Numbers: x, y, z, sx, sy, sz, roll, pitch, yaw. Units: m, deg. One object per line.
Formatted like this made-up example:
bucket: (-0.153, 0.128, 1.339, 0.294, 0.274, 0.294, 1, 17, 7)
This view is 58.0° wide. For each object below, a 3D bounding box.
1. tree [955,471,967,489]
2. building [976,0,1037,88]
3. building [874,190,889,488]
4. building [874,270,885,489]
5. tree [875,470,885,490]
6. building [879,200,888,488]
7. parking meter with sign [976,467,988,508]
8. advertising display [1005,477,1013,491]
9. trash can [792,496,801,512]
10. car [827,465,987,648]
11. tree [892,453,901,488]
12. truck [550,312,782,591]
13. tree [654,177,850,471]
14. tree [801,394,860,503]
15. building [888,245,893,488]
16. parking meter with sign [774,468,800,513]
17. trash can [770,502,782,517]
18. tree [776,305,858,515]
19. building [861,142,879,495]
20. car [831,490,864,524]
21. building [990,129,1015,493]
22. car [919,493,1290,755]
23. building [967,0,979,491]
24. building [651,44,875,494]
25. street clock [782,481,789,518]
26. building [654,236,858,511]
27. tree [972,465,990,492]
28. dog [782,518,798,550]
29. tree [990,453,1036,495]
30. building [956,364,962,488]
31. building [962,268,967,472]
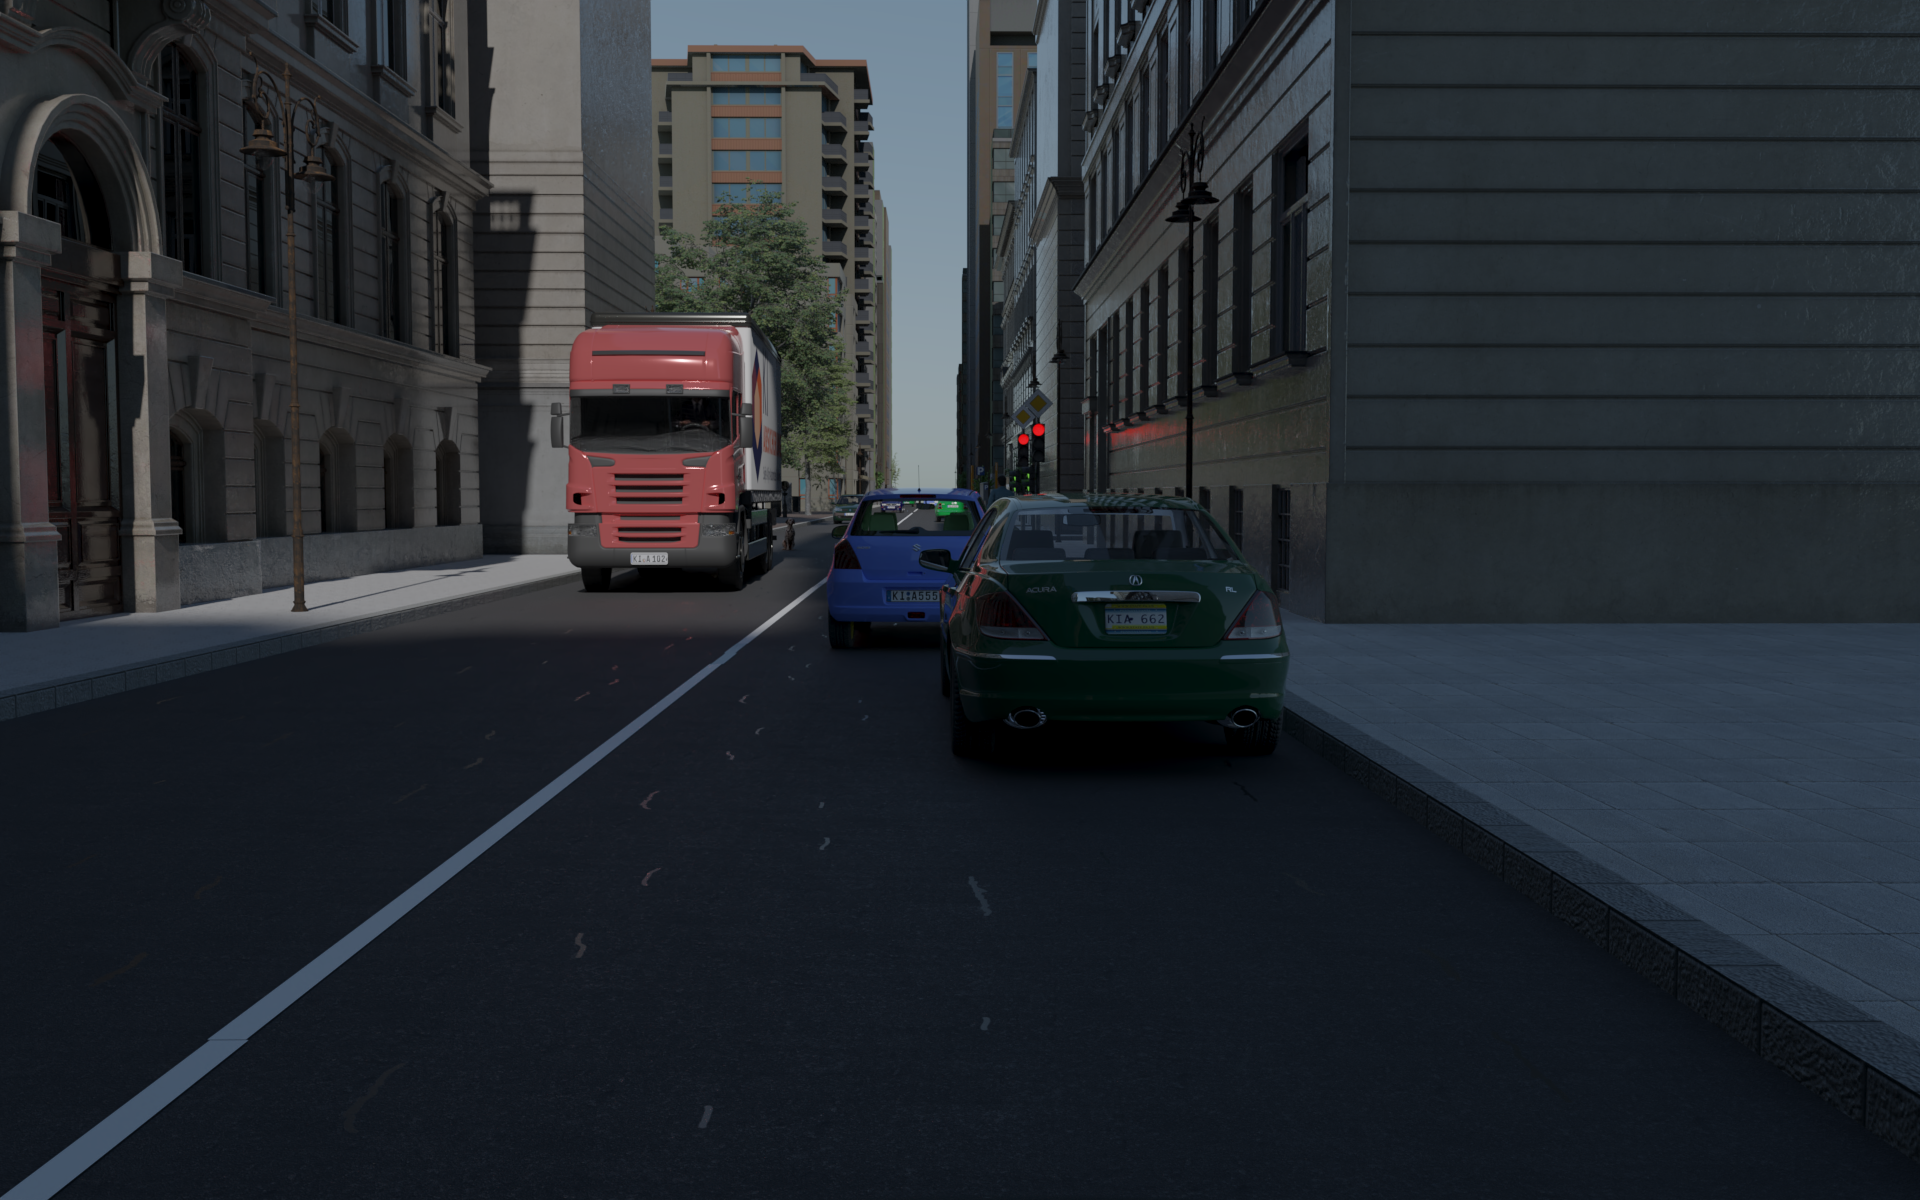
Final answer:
tree: (0.947, -14.005, 212.687, 4.285, 4.588, 4.351, 0, 3, 0)
building: (8.438, -30.824, 154.088, 14.600, 45.320, 14.200, 0, 4, -1)
building: (-17.826, -37.431, 262.103, 14.600, 45.320, 14.200, 0, 4, -1)
building: (-16.816, -27.401, 219.701, 14.160, 30.474, 14.107, 0, 4, -1)
tree: (-10.578, -13.645, 206.816, 4.285, 4.588, 4.351, 0, 3, 0)
building: (-17.473, -33.660, 233.940, 14.154, 41.232, 14.086, 0, 4, -1)
parking meter with sign: (1.539, -6.919, 109.394, 0.543, 3.016, 1.738, -1, 4, -17)
advertising display: (1.811, -3.621, 64.416, 0.123, 1.923, 0.974, -1, 4, -8)
trash can: (-11.559, -6.770, 122.346, 0.748, 1.137, 0.748, 0, 3, 0)
car: (-0.358, -0.477, 17.387, 1.945, 1.707, 3.694, 0, 4, 1)
tree: (-11.601, -20.720, 289.140, 4.737, 8.622, 4.395, 0, 3, 0)
truck: (-4.548, -2.454, 29.041, 2.839, 4.237, 11.283, 0, 4, -2)
tree: (-9.111, -10.085, 71.542, 9.857, 13.997, 8.962, 0, 3, 0)
tree: (-8.660, -10.325, 119.182, 4.360, 8.622, 3.978, 0, 3, 0)
building: (-18.041, -36.277, 276.717, 14.154, 41.232, 14.086, 0, 4, -1)
parking meter with sign: (-11.512, -7.261, 114.977, 1.738, 3.016, 0.543, 0, 4, -4)
trash can: (-10.213, -5.164, 96.082, 0.748, 1.137, 0.748, 0, 3, 0)
tree: (-9.471, -11.376, 104.121, 7.486, 12.596, 7.792, 0, 3, 0)
building: (-16.859, -31.299, 195.335, 14.154, 41.232, 14.086, 0, 4, -1)
car: (-5.186, -4.522, 83.717, 2.009, 1.686, 4.222, 0, 4, 0)
building: (9.415, -22.533, 140.108, 14.160, 30.474, 14.107, 0, 4, -1)
car: (0.807, 0.051, 10.964, 2.131, 1.459, 4.920, 0, 4, -2)
building: (11.195, -38.788, 176.190, 21.231, 58.520, 28.212, 0, 4, -1)
building: (-19.815, -31.665, 172.349, 22.147, 44.769, 28.867, 0, 4, -1)
street clock: (-9.548, -5.493, 94.384, 0.471, 2.002, 0.358, 1, 4, 21)
building: (-23.001, -18.292, 144.107, 27.650, 21.520, 28.899, 0, 4, -1)
tree: (1.527, -7.385, 115.342, 1.663, 3.219, 1.824, 0, 3, 0)
dog: (-4.302, -1.688, 44.435, 0.513, 0.831, 0.800, 2, 4, 24)
tree: (2.417, -4.544, 68.894, 1.663, 3.219, 1.824, 0, 3, 0)
building: (13.472, -24.403, 244.021, 27.650, 21.520, 28.899, 0, 4, -1)
building: (7.200, -27.518, 221.619, 14.160, 30.474, 14.107, 0, 4, -1)
